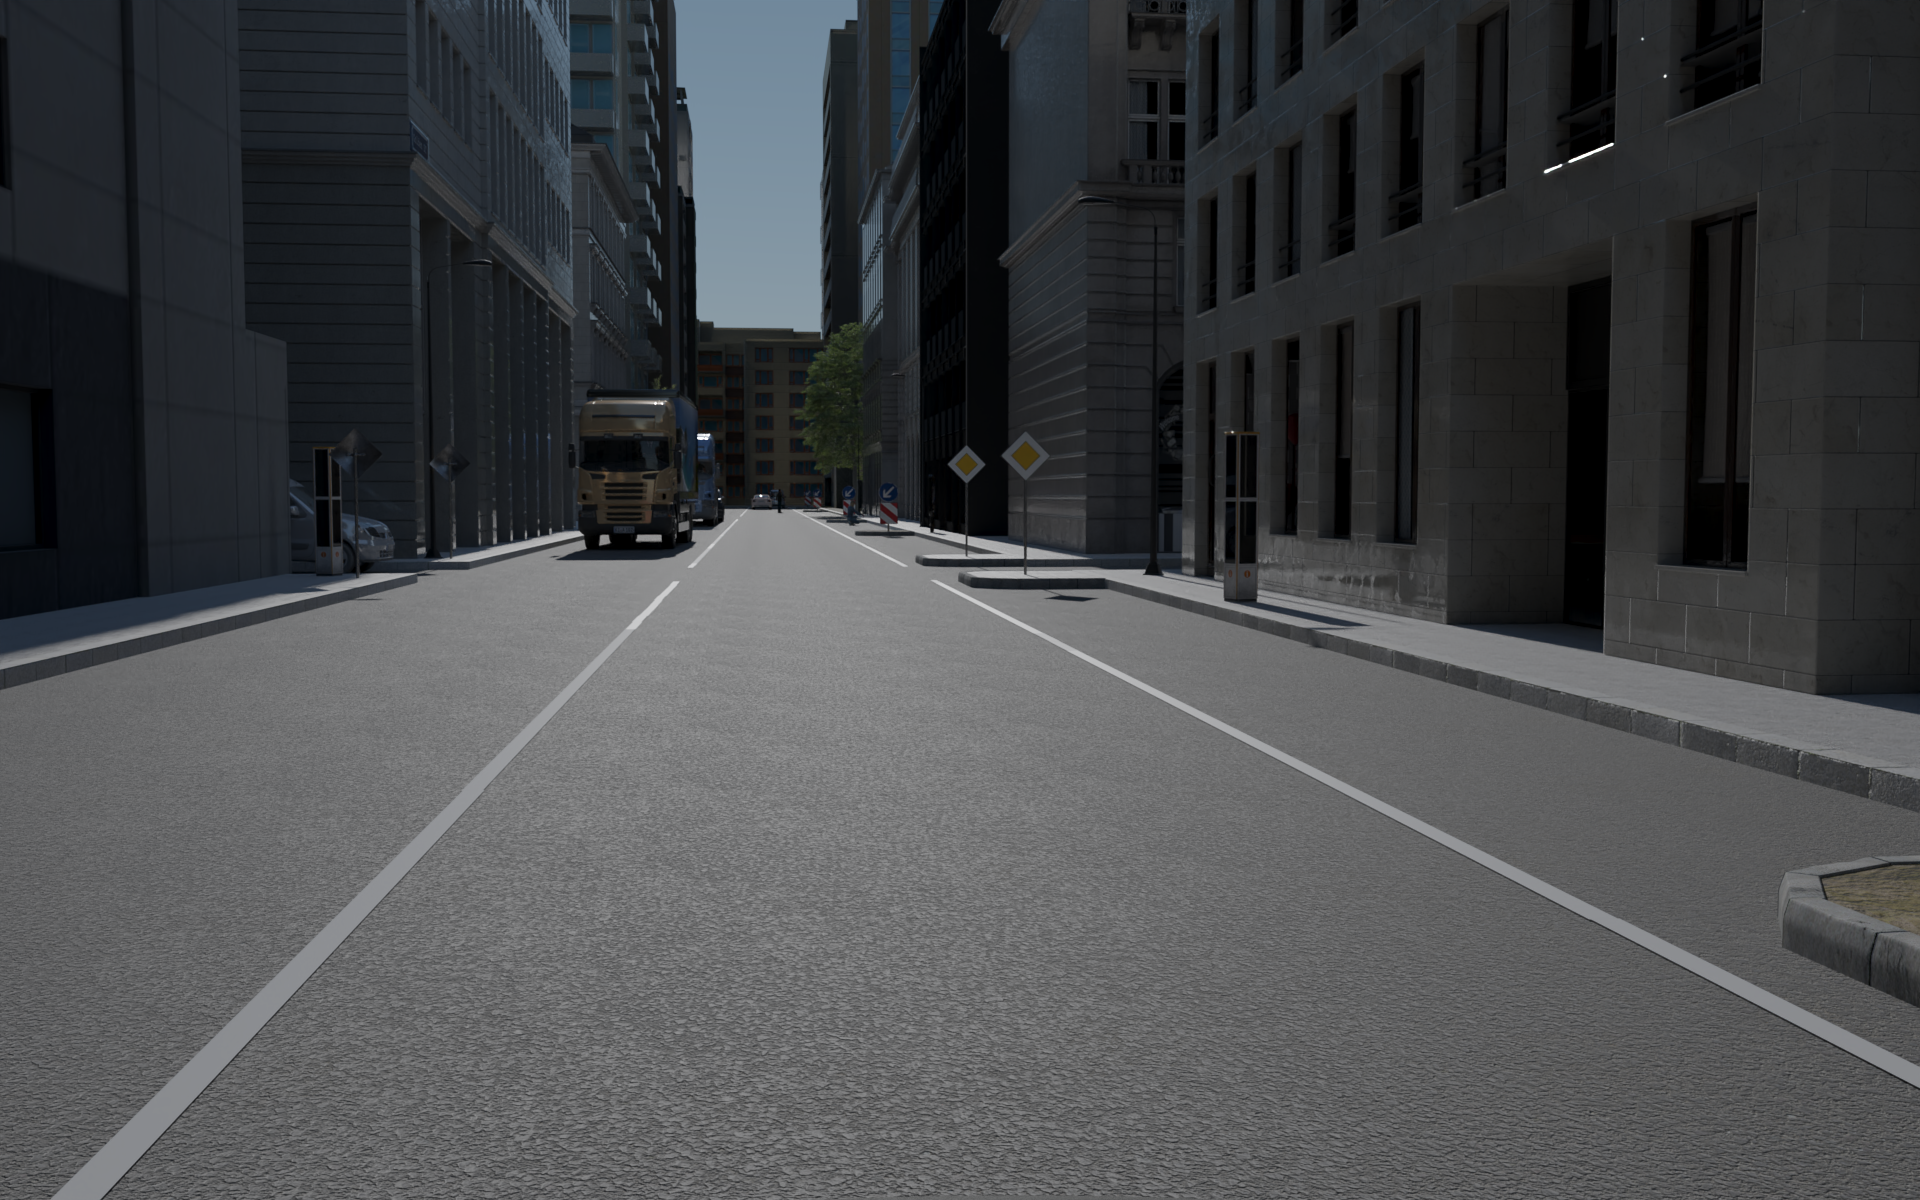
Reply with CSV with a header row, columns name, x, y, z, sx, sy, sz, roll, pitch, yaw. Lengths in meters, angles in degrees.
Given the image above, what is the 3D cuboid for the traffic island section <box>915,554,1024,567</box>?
name,x,y,z,sx,sy,sz,roll,pitch,yaw
traffic island section,0.154,-0.811,35.538,2.009,0.180,2.903,0,4,-6

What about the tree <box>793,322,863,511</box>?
name,x,y,z,sx,sy,sz,roll,pitch,yaw
tree,-7.349,-12.036,114.912,7.486,12.596,7.792,0,3,0

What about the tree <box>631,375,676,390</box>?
name,x,y,z,sx,sy,sz,roll,pitch,yaw
tree,-19.252,-9.590,107.165,4.360,8.622,3.978,0,3,0

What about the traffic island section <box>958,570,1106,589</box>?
name,x,y,z,sx,sy,sz,roll,pitch,yaw
traffic island section,1.060,-0.326,27.604,2.009,0.180,2.903,0,4,-6

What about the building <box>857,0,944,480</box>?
name,x,y,z,sx,sy,sz,roll,pitch,yaw
building,-0.141,-29.117,126.166,14.600,45.320,14.200,0,4,-6

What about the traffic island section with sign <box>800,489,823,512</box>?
name,x,y,z,sx,sy,sz,roll,pitch,yaw
traffic island section with sign,-11.417,-7.846,136.914,1.989,1.847,2.006,0,4,-6

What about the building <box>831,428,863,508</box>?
name,x,y,z,sx,sy,sz,roll,pitch,yaw
building,0.588,-51.132,148.675,22.319,86.520,31.000,0,4,-6

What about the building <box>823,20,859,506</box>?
name,x,y,z,sx,sy,sz,roll,pitch,yaw
building,-2.816,-33.772,175.867,21.300,48.544,21.600,0,4,-6

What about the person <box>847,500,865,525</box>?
name,x,y,z,sx,sy,sz,roll,pitch,yaw
person,-4.881,-4.008,79.530,0.738,1.151,1.012,-1,4,-23

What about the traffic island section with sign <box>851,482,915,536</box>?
name,x,y,z,sx,sy,sz,roll,pitch,yaw
traffic island section with sign,-2.636,-3.143,60.020,1.989,1.847,2.006,0,4,-6

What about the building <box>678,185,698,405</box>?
name,x,y,z,sx,sy,sz,roll,pitch,yaw
building,-31.727,-23.793,160.716,14.160,30.474,14.107,0,4,-6

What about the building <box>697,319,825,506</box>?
name,x,y,z,sx,sy,sz,roll,pitch,yaw
building,-30.983,-22.049,205.534,28.899,21.520,27.650,0,4,-6

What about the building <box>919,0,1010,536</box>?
name,x,y,z,sx,sy,sz,roll,pitch,yaw
building,5.424,-14.115,60.461,12.332,23.373,15.834,0,4,-6

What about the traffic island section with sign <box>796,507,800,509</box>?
name,x,y,z,sx,sy,sz,roll,pitch,yaw
traffic island section with sign,-14.579,-9.534,164.504,1.989,1.847,2.006,0,4,-6

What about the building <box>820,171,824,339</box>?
name,x,y,z,sx,sy,sz,roll,pitch,yaw
building,-8.962,-31.678,201.525,14.086,41.232,14.154,0,4,-6

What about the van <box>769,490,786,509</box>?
name,x,y,z,sx,sy,sz,roll,pitch,yaw
van,-18.285,-10.121,172.495,2.013,2.044,4.112,0,4,-7

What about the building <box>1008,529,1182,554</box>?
name,x,y,z,sx,sy,sz,roll,pitch,yaw
building,13.483,-12.328,43.367,24.055,21.916,13.314,0,4,-6

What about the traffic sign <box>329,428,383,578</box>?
name,x,y,z,sx,sy,sz,roll,pitch,yaw
traffic sign,-9.192,-1.391,26.381,0.795,2.450,0.064,0,4,-6

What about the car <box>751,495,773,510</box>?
name,x,y,z,sx,sy,sz,roll,pitch,yaw
car,-18.120,-8.937,158.485,2.083,1.381,4.827,0,4,-6

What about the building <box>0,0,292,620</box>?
name,x,y,z,sx,sy,sz,roll,pitch,yaw
building,-19.908,-35.250,14.597,20.611,71.187,20.563,0,4,-6

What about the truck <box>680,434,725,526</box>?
name,x,y,z,sx,sy,sz,roll,pitch,yaw
truck,-12.816,-5.729,83.423,2.967,4.110,18.799,0,4,-6

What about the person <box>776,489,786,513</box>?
name,x,y,z,sx,sy,sz,roll,pitch,yaw
person,-13.610,-7.491,130.995,0.705,1.821,1.348,-3,4,-36

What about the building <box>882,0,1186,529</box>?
name,x,y,z,sx,sy,sz,roll,pitch,yaw
building,3.821,-14.642,81.200,13.314,21.916,24.055,0,4,-6

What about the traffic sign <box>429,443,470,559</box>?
name,x,y,z,sx,sy,sz,roll,pitch,yaw
traffic sign,-10.098,-1.876,34.315,0.795,2.450,0.064,0,4,-6

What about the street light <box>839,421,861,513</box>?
name,x,y,z,sx,sy,sz,roll,pitch,yaw
street light,-6.985,-8.422,110.245,1.470,5.913,1.316,0,4,-6

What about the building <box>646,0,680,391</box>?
name,x,y,z,sx,sy,sz,roll,pitch,yaw
building,-30.912,-30.273,145.075,14.600,45.320,14.200,0,4,-6

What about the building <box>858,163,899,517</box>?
name,x,y,z,sx,sy,sz,roll,pitch,yaw
building,-0.609,-15.464,101.982,9.793,20.994,18.267,0,4,-6

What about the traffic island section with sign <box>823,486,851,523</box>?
name,x,y,z,sx,sy,sz,roll,pitch,yaw
traffic island section with sign,-5.706,-4.783,86.832,1.989,1.847,2.006,0,4,-6

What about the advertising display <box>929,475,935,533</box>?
name,x,y,z,sx,sy,sz,roll,pitch,yaw
advertising display,-0.931,-3.214,57.766,0.123,1.923,0.974,0,4,5

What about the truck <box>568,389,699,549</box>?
name,x,y,z,sx,sy,sz,roll,pitch,yaw
truck,-8.928,-3.653,48.640,2.839,4.237,11.283,0,4,-5

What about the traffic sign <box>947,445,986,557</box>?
name,x,y,z,sx,sy,sz,roll,pitch,yaw
traffic sign,0.132,-1.946,35.458,0.795,2.450,0.064,0,4,-6

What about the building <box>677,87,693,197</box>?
name,x,y,z,sx,sy,sz,roll,pitch,yaw
building,-34.091,-30.107,175.840,14.086,41.232,14.154,0,4,-6

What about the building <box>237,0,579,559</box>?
name,x,y,z,sx,sy,sz,roll,pitch,yaw
building,-17.752,-16.506,47.362,11.434,29.767,29.804,0,4,-6

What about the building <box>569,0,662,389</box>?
name,x,y,z,sx,sy,sz,roll,pitch,yaw
building,-32.900,-30.746,122.304,23.786,49.044,30.456,0,4,-6

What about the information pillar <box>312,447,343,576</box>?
name,x,y,z,sx,sy,sz,roll,pitch,yaw
information pillar,-9.899,-1.384,27.127,0.304,2.012,0.304,1,4,13

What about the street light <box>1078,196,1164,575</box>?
name,x,y,z,sx,sy,sz,roll,pitch,yaw
street light,2.533,-3.347,27.266,1.470,5.913,1.316,0,4,-6

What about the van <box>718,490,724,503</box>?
name,x,y,z,sx,sy,sz,roll,pitch,yaw
van,-21.962,-8.978,153.809,2.013,2.044,4.112,0,4,-8

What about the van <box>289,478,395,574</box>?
name,x,y,z,sx,sy,sz,roll,pitch,yaw
van,-12.281,-1.466,30.978,4.112,2.044,2.013,0,4,-5

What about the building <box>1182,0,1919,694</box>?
name,x,y,z,sx,sy,sz,roll,pitch,yaw
building,9.659,-10.066,19.332,10.420,20.320,16.860,0,4,-6

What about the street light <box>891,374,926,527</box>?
name,x,y,z,sx,sy,sz,roll,pitch,yaw
street light,-1.958,-5.779,67.034,1.470,5.913,1.316,0,4,-6

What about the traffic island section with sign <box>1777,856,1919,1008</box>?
name,x,y,z,sx,sy,sz,roll,pitch,yaw
traffic island section with sign,3.635,0.215,5.111,1.989,1.847,2.006,0,4,-6

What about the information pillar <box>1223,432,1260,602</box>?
name,x,y,z,sx,sy,sz,roll,pitch,yaw
information pillar,3.347,-0.986,20.607,0.304,2.012,0.304,-2,4,-23

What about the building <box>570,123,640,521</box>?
name,x,y,z,sx,sy,sz,roll,pitch,yaw
building,-21.949,-14.162,82.464,10.553,20.767,40.483,0,4,-6

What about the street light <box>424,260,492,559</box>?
name,x,y,z,sx,sy,sz,roll,pitch,yaw
street light,-9.971,-3.786,34.435,1.470,5.913,1.316,0,4,-6

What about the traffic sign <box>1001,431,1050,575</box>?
name,x,y,z,sx,sy,sz,roll,pitch,yaw
traffic sign,1.038,-1.461,27.524,0.795,2.450,0.064,0,4,-6
